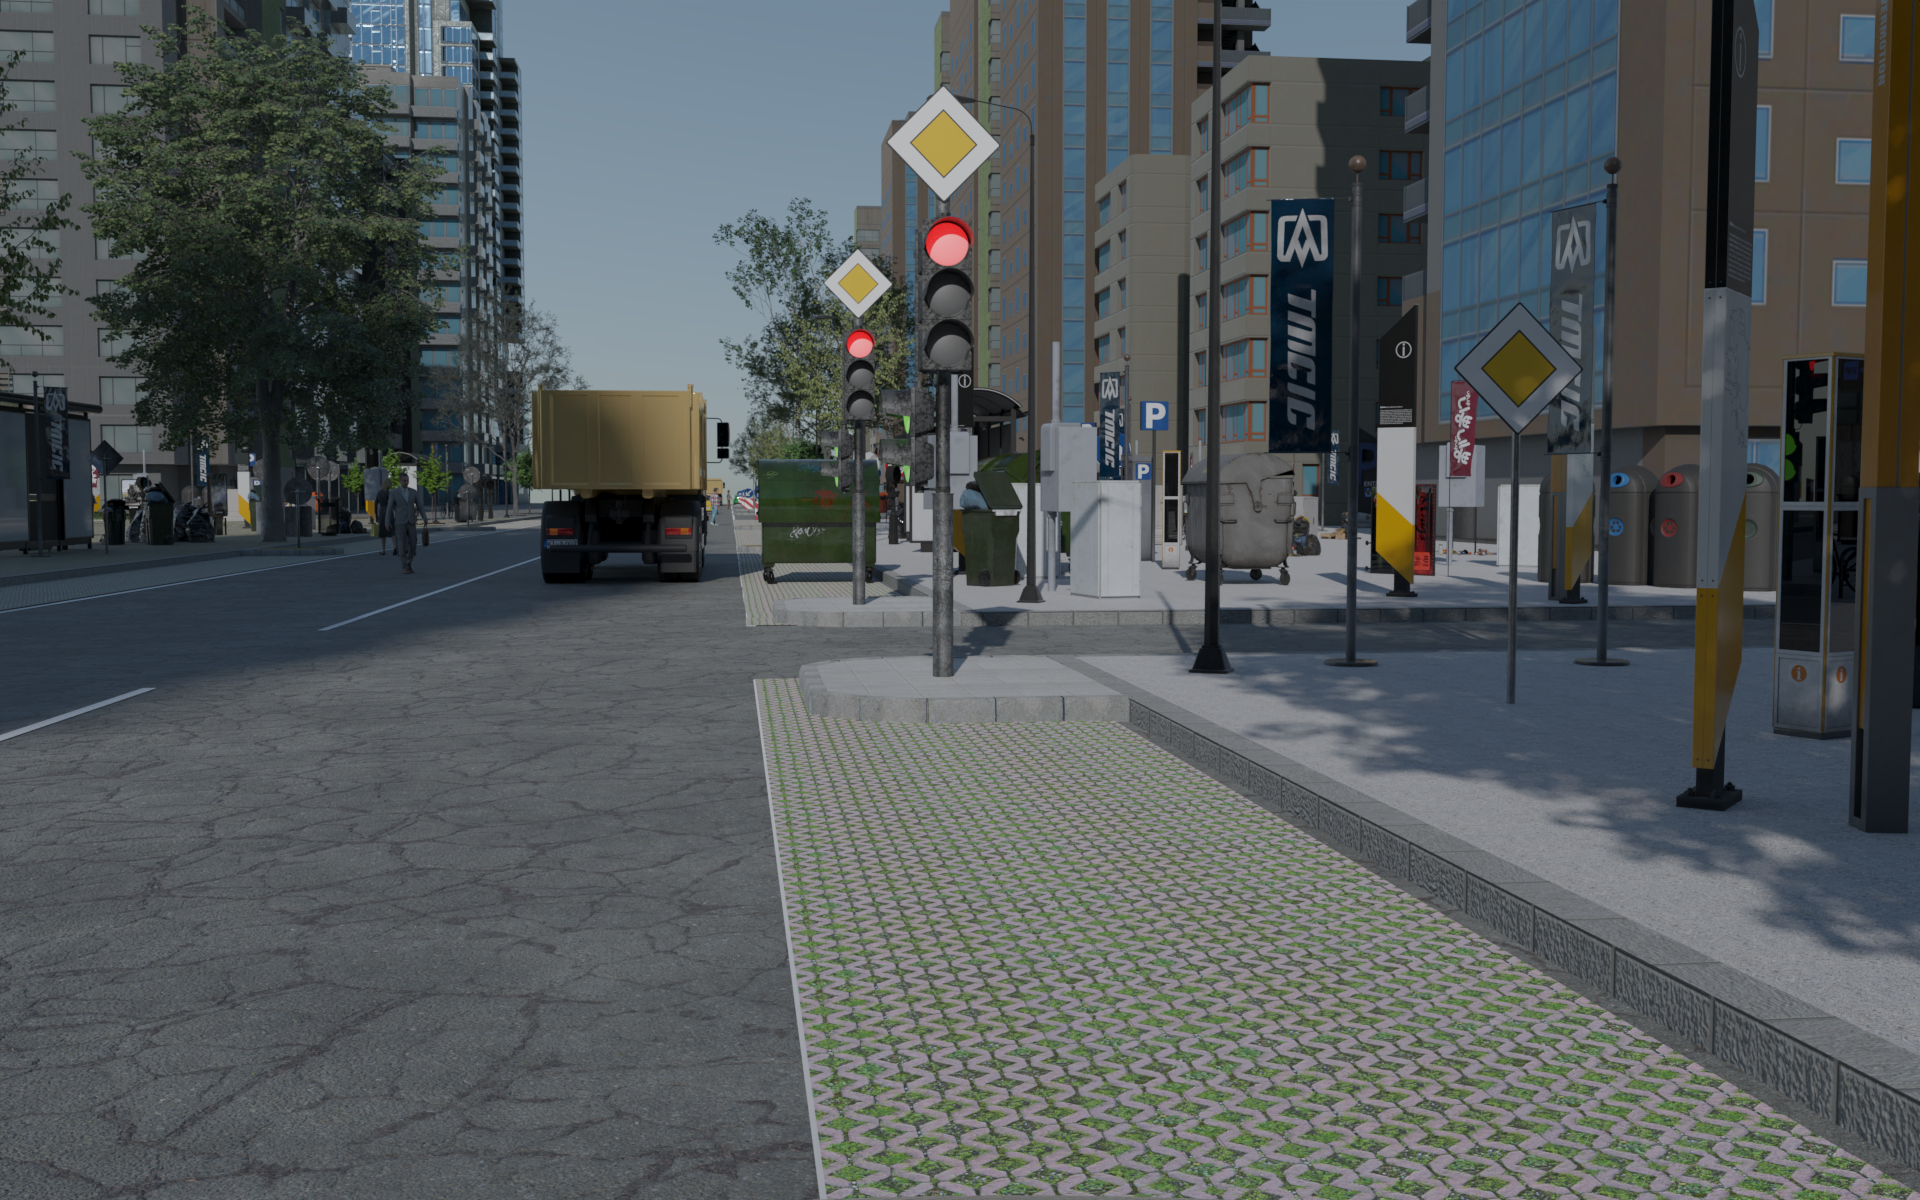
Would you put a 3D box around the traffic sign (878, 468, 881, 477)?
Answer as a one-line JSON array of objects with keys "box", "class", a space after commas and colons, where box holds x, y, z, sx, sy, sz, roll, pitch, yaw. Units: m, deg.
[{"box": [-3.700, -4.456, 72.966, 0.768, 2.556, 0.104, 0, 4, 2], "class": "traffic sign"}]

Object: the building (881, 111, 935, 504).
[{"box": [-1.731, -33.878, 204.012, 14.600, 45.320, 14.200, 0, 4, -8], "class": "building"}]

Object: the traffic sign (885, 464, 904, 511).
[{"box": [-2.087, -3.472, 56.880, 0.768, 2.556, 0.104, 0, 4, 1], "class": "traffic sign"}]

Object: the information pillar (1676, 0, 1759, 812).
[{"box": [3.157, -0.965, 7.141, 0.183, 3.616, 0.504, 3, 4, 36], "class": "information pillar"}]

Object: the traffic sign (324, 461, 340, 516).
[{"box": [-24.331, -4.083, 66.857, 0.768, 2.556, 0.104, 0, 4, -7], "class": "traffic sign"}]

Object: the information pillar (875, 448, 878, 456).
[{"box": [-4.270, -5.870, 87.336, 0.183, 3.616, 0.504, -2, 4, -24], "class": "information pillar"}]

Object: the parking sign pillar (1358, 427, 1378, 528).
[{"box": [15.473, -4.707, 65.434, 1.447, 3.967, 1.447, 1, 4, 18], "class": "parking sign pillar"}]

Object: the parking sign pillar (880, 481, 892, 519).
[{"box": [-3.505, -6.148, 88.990, 1.447, 3.967, 1.447, 0, 4, 5], "class": "parking sign pillar"}]

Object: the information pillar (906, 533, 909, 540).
[{"box": [-1.306, -2.673, 48.188, 0.304, 2.012, 0.304, 1, 4, 18], "class": "information pillar"}]

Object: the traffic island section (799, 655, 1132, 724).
[{"box": [-0.097, 0.616, 12.205, 2.009, 0.180, 2.903, 0, 4, -8], "class": "traffic island section"}]

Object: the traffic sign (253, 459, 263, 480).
[{"box": [-25.368, -3.851, 63.078, 0.768, 2.556, 0.104, 0, 4, 0], "class": "traffic sign"}]

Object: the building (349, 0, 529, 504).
[{"box": [-68.789, -56.086, 229.682, 22.319, 86.520, 31.000, 0, 4, -8], "class": "building"}]

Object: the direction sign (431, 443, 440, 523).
[{"box": [-23.160, -5.163, 76.414, 0.379, 3.537, 0.876, -2, 4, -35], "class": "direction sign"}]

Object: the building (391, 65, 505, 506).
[{"box": [-65.568, -35.517, 200.313, 23.786, 49.044, 30.456, 0, 4, -8], "class": "building"}]

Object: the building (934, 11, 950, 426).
[{"box": [4.532, -28.635, 151.777, 14.154, 41.232, 14.086, 0, 4, -8], "class": "building"}]

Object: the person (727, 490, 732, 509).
[{"box": [-21.878, -9.513, 164.044, 0.705, 1.824, 1.348, 1, 4, 11], "class": "person"}]

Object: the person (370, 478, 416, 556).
[{"box": [-13.238, -1.935, 40.359, 0.699, 1.804, 1.509, -2, 4, -33], "class": "person"}]

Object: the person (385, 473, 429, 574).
[{"box": [-9.942, -1.377, 31.137, 0.709, 1.813, 0.853, -3, 4, -38], "class": "person"}]

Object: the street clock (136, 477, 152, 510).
[{"box": [-33.975, -4.123, 71.978, 0.358, 2.002, 0.471, 1, 4, 17], "class": "street clock"}]

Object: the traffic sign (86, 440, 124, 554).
[{"box": [-18.188, -2.182, 36.866, 0.795, 2.450, 0.064, 0, 4, 0], "class": "traffic sign"}]

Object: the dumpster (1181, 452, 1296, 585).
[{"box": [4.013, -1.173, 24.941, 1.264, 1.857, 1.865, 0, 4, -7], "class": "dumpster"}]

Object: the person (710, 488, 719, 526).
[{"box": [-11.179, -4.248, 78.792, 0.643, 1.720, 0.563, -3, 5, -39], "class": "person"}]

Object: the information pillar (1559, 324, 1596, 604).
[{"box": [7.256, -1.768, 20.266, 0.504, 3.616, 0.183, -3, 5, -43], "class": "information pillar"}]

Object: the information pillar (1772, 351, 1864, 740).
[{"box": [4.544, -0.285, 9.153, 0.304, 2.012, 0.304, -2, 4, -30], "class": "information pillar"}]

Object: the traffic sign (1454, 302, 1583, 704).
[{"box": [3.372, -0.572, 10.538, 0.795, 2.450, 0.064, 0, 4, -4], "class": "traffic sign"}]

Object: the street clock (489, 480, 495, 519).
[{"box": [-24.221, -5.181, 89.275, 0.471, 2.002, 0.358, -2, 4, -26], "class": "street clock"}]

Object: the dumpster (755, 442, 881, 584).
[{"box": [-2.288, -1.401, 27.853, 1.985, 2.255, 1.502, 0, 4, -7], "class": "dumpster"}]

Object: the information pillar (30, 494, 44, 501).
[{"box": [-34.885, -4.528, 65.384, 0.504, 3.616, 0.183, -1, 4, -16], "class": "information pillar"}]

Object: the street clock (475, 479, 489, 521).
[{"box": [-23.044, -4.807, 83.166, 0.358, 2.002, 0.471, 2, 4, 30], "class": "street clock"}]

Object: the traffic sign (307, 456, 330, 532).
[{"box": [-21.281, -3.508, 57.457, 0.768, 2.556, 0.104, 0, 4, 0], "class": "traffic sign"}]

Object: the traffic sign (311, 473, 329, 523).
[{"box": [-24.095, -3.975, 65.099, 0.768, 2.556, 0.104, 0, 4, 2], "class": "traffic sign"}]

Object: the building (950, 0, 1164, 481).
[{"box": [6.944, -29.792, 137.213, 14.600, 45.320, 14.200, 0, 4, -8], "class": "building"}]

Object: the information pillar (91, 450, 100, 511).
[{"box": [-44.152, -5.932, 88.337, 0.183, 3.616, 0.504, 3, 5, 39], "class": "information pillar"}]

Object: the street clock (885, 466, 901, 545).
[{"box": [-1.692, -2.411, 43.991, 0.358, 2.002, 0.471, 2, 4, 25], "class": "street clock"}]

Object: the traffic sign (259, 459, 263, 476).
[{"box": [-23.456, -3.594, 58.871, 0.768, 2.556, 0.104, 0, 4, 1], "class": "traffic sign"}]

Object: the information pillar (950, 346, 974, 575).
[{"box": [-0.005, -2.209, 27.467, 0.504, 3.616, 0.183, -1, 4, -14], "class": "information pillar"}]

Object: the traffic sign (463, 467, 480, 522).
[{"box": [-22.577, -4.892, 80.090, 0.768, 2.556, 0.104, 0, 4, -4], "class": "traffic sign"}]

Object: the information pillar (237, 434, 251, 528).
[{"box": [-26.661, -4.476, 64.533, 0.504, 3.616, 0.183, 1, 4, 11], "class": "information pillar"}]

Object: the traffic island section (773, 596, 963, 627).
[{"box": [-1.151, 0.132, 20.121, 2.009, 0.180, 2.903, 0, 4, -8], "class": "traffic island section"}]

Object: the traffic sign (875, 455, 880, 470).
[{"box": [-2.750, -3.135, 51.364, 0.768, 2.556, 0.104, 0, 4, -1], "class": "traffic sign"}]

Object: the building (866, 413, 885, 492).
[{"box": [1.453, -23.442, 228.308, 27.650, 21.520, 28.899, 0, 4, -8], "class": "building"}]

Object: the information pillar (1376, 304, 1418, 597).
[{"box": [5.457, -1.849, 21.591, 0.504, 3.616, 0.183, 3, 4, 36], "class": "information pillar"}]

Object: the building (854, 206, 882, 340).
[{"box": [-8.195, -34.524, 248.067, 14.154, 41.232, 14.086, 0, 4, -8], "class": "building"}]

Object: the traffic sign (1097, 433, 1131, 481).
[{"box": [3.041, -2.124, 34.839, 0.768, 2.556, 0.104, 0, 4, -5], "class": "traffic sign"}]

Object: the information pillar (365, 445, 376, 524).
[{"box": [-25.055, -5.026, 73.536, 0.183, 3.616, 0.504, 1, 4, 17], "class": "information pillar"}]

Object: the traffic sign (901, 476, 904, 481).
[{"box": [-2.653, -4.442, 72.629, 0.884, 2.594, 0.081, 0, 3, 0], "class": "traffic sign"}]

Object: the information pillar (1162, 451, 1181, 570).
[{"box": [3.601, -1.530, 29.508, 0.304, 2.012, 0.304, 0, 4, 8], "class": "information pillar"}]
